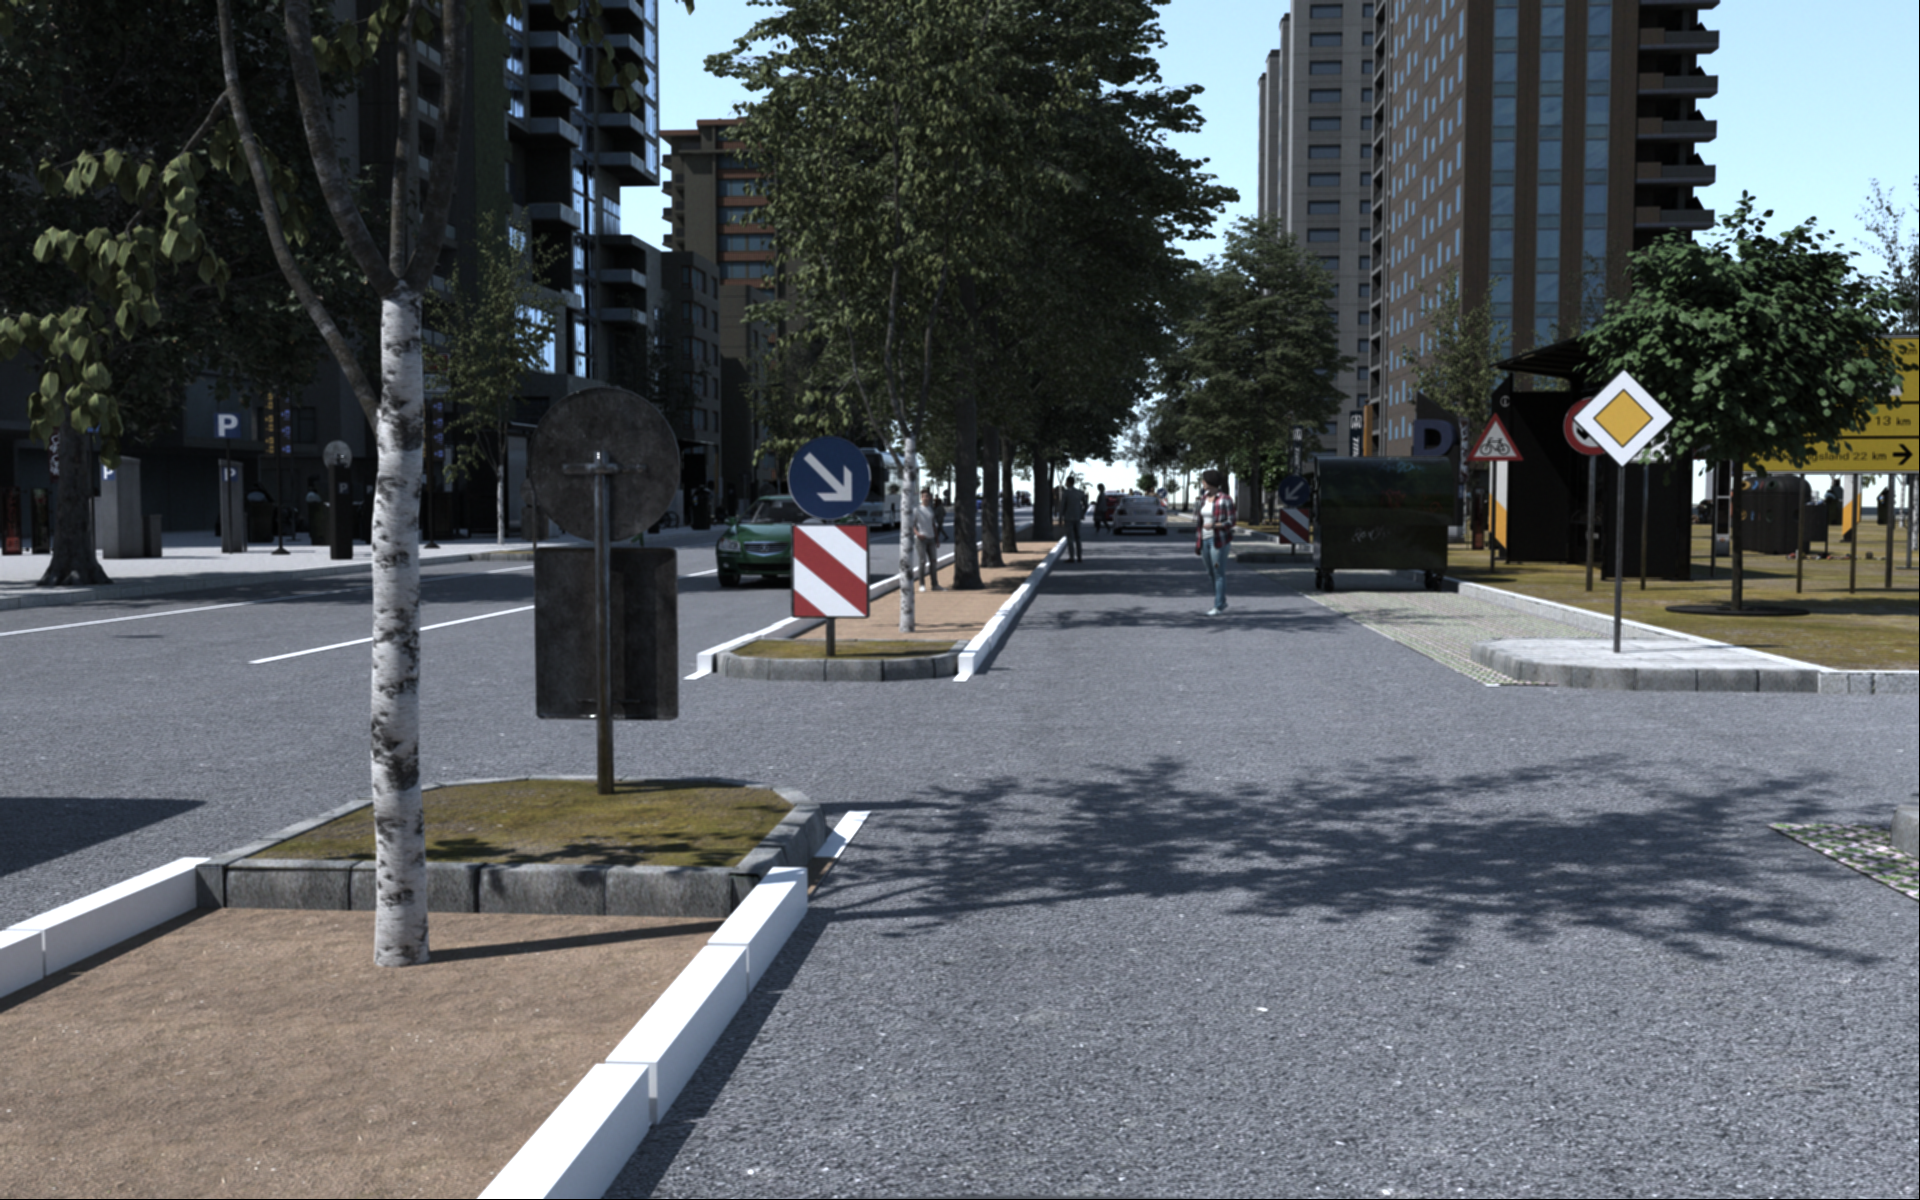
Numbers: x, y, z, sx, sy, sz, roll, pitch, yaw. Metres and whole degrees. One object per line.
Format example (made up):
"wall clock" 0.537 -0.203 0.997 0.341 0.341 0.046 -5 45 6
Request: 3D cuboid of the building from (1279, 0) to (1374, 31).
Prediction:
"building" 47.814 -40.399 202.517 21.231 58.520 28.212 0 4 5

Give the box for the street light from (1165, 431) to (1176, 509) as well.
"street light" 15.898 -9.454 127.110 1.470 5.913 1.316 0 4 5

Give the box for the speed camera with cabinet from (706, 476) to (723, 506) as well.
"speed camera with cabinet" -13.338 -5.867 90.260 2.038 3.252 0.660 2 4 31

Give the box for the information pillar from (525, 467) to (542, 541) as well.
"information pillar" -11.652 -2.621 47.347 0.304 2.012 0.304 2 4 30

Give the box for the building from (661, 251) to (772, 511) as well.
"building" -31.560 -17.977 138.965 27.650 21.520 28.899 0 4 5

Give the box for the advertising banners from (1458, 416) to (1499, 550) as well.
"advertising banners" 11.915 -2.661 39.692 2.074 3.025 0.090 -3 5 -44

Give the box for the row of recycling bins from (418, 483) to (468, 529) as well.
"row of recycling bins" -18.569 -3.472 63.876 3.534 1.692 1.069 -3 4 -37

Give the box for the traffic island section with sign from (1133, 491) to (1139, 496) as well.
"traffic island section with sign" 15.311 -8.075 140.648 1.989 1.847 2.006 0 4 5

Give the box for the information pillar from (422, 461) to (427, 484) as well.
"information pillar" -22.256 -4.916 71.735 0.183 3.616 0.504 2 4 32

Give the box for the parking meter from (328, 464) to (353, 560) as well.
"parking meter" -12.132 -1.728 33.963 0.255 1.863 0.399 3 5 42

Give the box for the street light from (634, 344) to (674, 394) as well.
"street light" -9.579 -4.978 53.931 1.470 5.913 1.316 0 4 5

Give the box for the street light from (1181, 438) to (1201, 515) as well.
"street light" 14.437 -8.285 107.995 1.470 5.913 1.316 0 4 5

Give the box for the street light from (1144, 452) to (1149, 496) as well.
"street light" 21.063 -13.279 189.646 1.470 5.913 1.316 0 4 5

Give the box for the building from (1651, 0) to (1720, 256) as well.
"building" 36.408 -27.865 105.709 14.600 45.320 14.200 0 4 5

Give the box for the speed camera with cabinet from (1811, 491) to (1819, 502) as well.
"speed camera with cabinet" 39.125 -5.312 81.183 2.038 3.252 0.660 2 4 33

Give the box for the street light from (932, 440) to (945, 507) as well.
"street light" -1.809 -10.845 149.857 1.470 5.913 1.316 0 4 5

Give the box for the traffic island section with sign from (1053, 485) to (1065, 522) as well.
"traffic island section with sign" 5.112 -4.951 89.090 2.006 1.907 1.989 0 4 5

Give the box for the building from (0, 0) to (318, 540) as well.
"building" -38.332 -28.215 50.555 28.713 52.752 27.495 0 4 5

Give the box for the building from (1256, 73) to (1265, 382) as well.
"building" 50.176 -42.130 230.816 21.231 58.520 28.212 0 4 5

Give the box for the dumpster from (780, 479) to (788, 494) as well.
"dumpster" -8.534 -5.264 88.565 1.502 2.255 1.985 0 4 5

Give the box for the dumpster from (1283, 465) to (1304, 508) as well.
"dumpster" 11.516 -3.326 56.868 1.502 2.255 1.985 0 4 4

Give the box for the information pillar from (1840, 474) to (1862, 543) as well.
"information pillar" 23.582 -3.327 45.754 0.183 3.616 0.504 -2 4 -29

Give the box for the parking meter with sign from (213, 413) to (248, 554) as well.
"parking meter with sign" -15.933 -2.550 37.950 0.543 3.016 1.738 -1 4 -18

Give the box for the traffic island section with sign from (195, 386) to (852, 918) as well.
"traffic island section with sign" -1.574 0.081 6.815 2.006 1.907 1.989 0 4 5

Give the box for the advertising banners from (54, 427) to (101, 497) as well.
"advertising banners" -22.166 -2.928 44.066 2.074 3.025 0.090 -1 4 -11

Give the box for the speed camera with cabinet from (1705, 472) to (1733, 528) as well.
"speed camera with cabinet" 29.464 -4.400 66.270 2.038 3.252 0.660 -2 4 -26

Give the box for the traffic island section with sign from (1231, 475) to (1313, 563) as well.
"traffic island section with sign" 6.851 -1.706 36.513 1.989 1.847 2.006 0 4 5

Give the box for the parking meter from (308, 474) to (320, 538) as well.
"parking meter" -19.087 -2.783 51.212 0.255 1.863 0.399 0 4 -3

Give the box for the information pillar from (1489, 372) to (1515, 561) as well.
"information pillar" 10.484 -2.577 33.495 0.183 3.616 0.504 -3 4 -37

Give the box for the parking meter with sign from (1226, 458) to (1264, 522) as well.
"parking meter with sign" 13.242 -5.147 80.407 1.738 3.016 0.543 0 4 3

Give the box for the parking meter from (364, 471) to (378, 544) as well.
"parking meter" -15.059 -2.368 44.434 0.399 1.863 0.255 1 4 21

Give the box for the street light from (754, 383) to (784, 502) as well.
"street light" -8.089 -6.137 72.886 1.470 5.913 1.316 0 4 5

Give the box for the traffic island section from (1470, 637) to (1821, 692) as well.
"traffic island section" 5.337 0.505 14.027 2.009 0.180 2.903 0 4 5

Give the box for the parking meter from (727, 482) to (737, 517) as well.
"parking meter" -10.940 -4.736 83.140 0.399 1.863 0.255 0 4 4

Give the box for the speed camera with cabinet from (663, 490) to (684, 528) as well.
"speed camera with cabinet" -11.263 -4.442 66.964 0.660 3.252 2.038 0 4 8

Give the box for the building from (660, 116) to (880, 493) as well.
"building" -22.643 -33.563 203.375 22.147 44.769 28.867 0 4 5

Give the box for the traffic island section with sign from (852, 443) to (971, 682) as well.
"traffic island section with sign" -0.965 -0.371 14.197 2.006 1.907 1.989 0 4 5

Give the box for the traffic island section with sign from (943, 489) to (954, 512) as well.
"traffic island section with sign" -1.024 -8.151 141.891 1.989 1.847 2.006 0 4 5

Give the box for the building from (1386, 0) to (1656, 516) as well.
"building" 37.929 -28.728 119.806 14.600 45.320 14.200 0 4 5

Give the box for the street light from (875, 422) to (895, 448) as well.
"street light" -4.873 -8.484 111.261 1.470 5.913 1.316 0 4 5

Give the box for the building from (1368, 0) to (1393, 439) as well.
"building" 42.253 -42.701 136.412 20.563 71.187 20.611 0 4 5

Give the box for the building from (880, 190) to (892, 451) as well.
"building" -20.763 -35.322 232.131 22.147 44.769 28.867 0 4 5

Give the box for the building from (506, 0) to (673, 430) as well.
"building" -30.840 -48.559 106.617 22.319 86.520 31.000 0 4 5

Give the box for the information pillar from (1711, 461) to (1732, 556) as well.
"information pillar" 15.736 -1.914 35.780 0.304 2.012 0.304 1 4 11

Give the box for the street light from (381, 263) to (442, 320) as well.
"street light" -11.106 -3.819 34.980 1.470 5.913 1.316 0 4 5

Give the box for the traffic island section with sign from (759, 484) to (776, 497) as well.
"traffic island section with sign" -7.260 -3.452 65.076 1.989 1.847 2.006 0 4 5

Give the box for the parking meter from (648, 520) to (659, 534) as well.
"parking meter" -9.981 -2.934 56.385 0.372 1.533 0.369 0 3 0

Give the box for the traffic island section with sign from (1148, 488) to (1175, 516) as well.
"traffic island section with sign" 13.102 -6.413 113.479 1.989 1.847 2.006 0 4 5

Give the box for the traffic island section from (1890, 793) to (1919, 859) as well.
"traffic island section" 4.690 0.992 6.068 2.009 0.180 2.903 0 4 5

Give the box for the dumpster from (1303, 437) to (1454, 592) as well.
"dumpster" 6.182 -1.259 25.536 1.985 2.255 1.502 0 4 6

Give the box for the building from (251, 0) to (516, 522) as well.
"building" -29.645 -24.186 79.034 14.154 41.232 14.086 0 4 5

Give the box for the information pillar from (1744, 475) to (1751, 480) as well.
"information pillar" 35.887 -5.354 78.889 0.504 3.616 0.183 -3 4 -38

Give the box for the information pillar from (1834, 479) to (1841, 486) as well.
"information pillar" 42.329 -4.843 83.678 0.304 2.012 0.304 1 4 18

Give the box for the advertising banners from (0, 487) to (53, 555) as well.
"advertising banners" -19.951 -2.460 36.413 0.090 3.025 2.074 1 4 18

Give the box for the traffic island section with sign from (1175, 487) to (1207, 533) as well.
"traffic island section with sign" 9.053 -3.371 63.745 1.989 1.847 2.006 0 4 5

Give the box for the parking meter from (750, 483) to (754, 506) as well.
"parking meter" -10.560 -5.048 88.250 0.255 1.863 0.399 -1 4 -12

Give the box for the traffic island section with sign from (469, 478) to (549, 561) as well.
"traffic island section with sign" -9.468 -1.796 37.985 1.989 1.847 2.006 0 4 5

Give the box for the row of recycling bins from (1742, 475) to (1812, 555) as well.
"row of recycling bins" 17.884 -1.894 38.078 1.069 1.692 3.534 1 4 12
